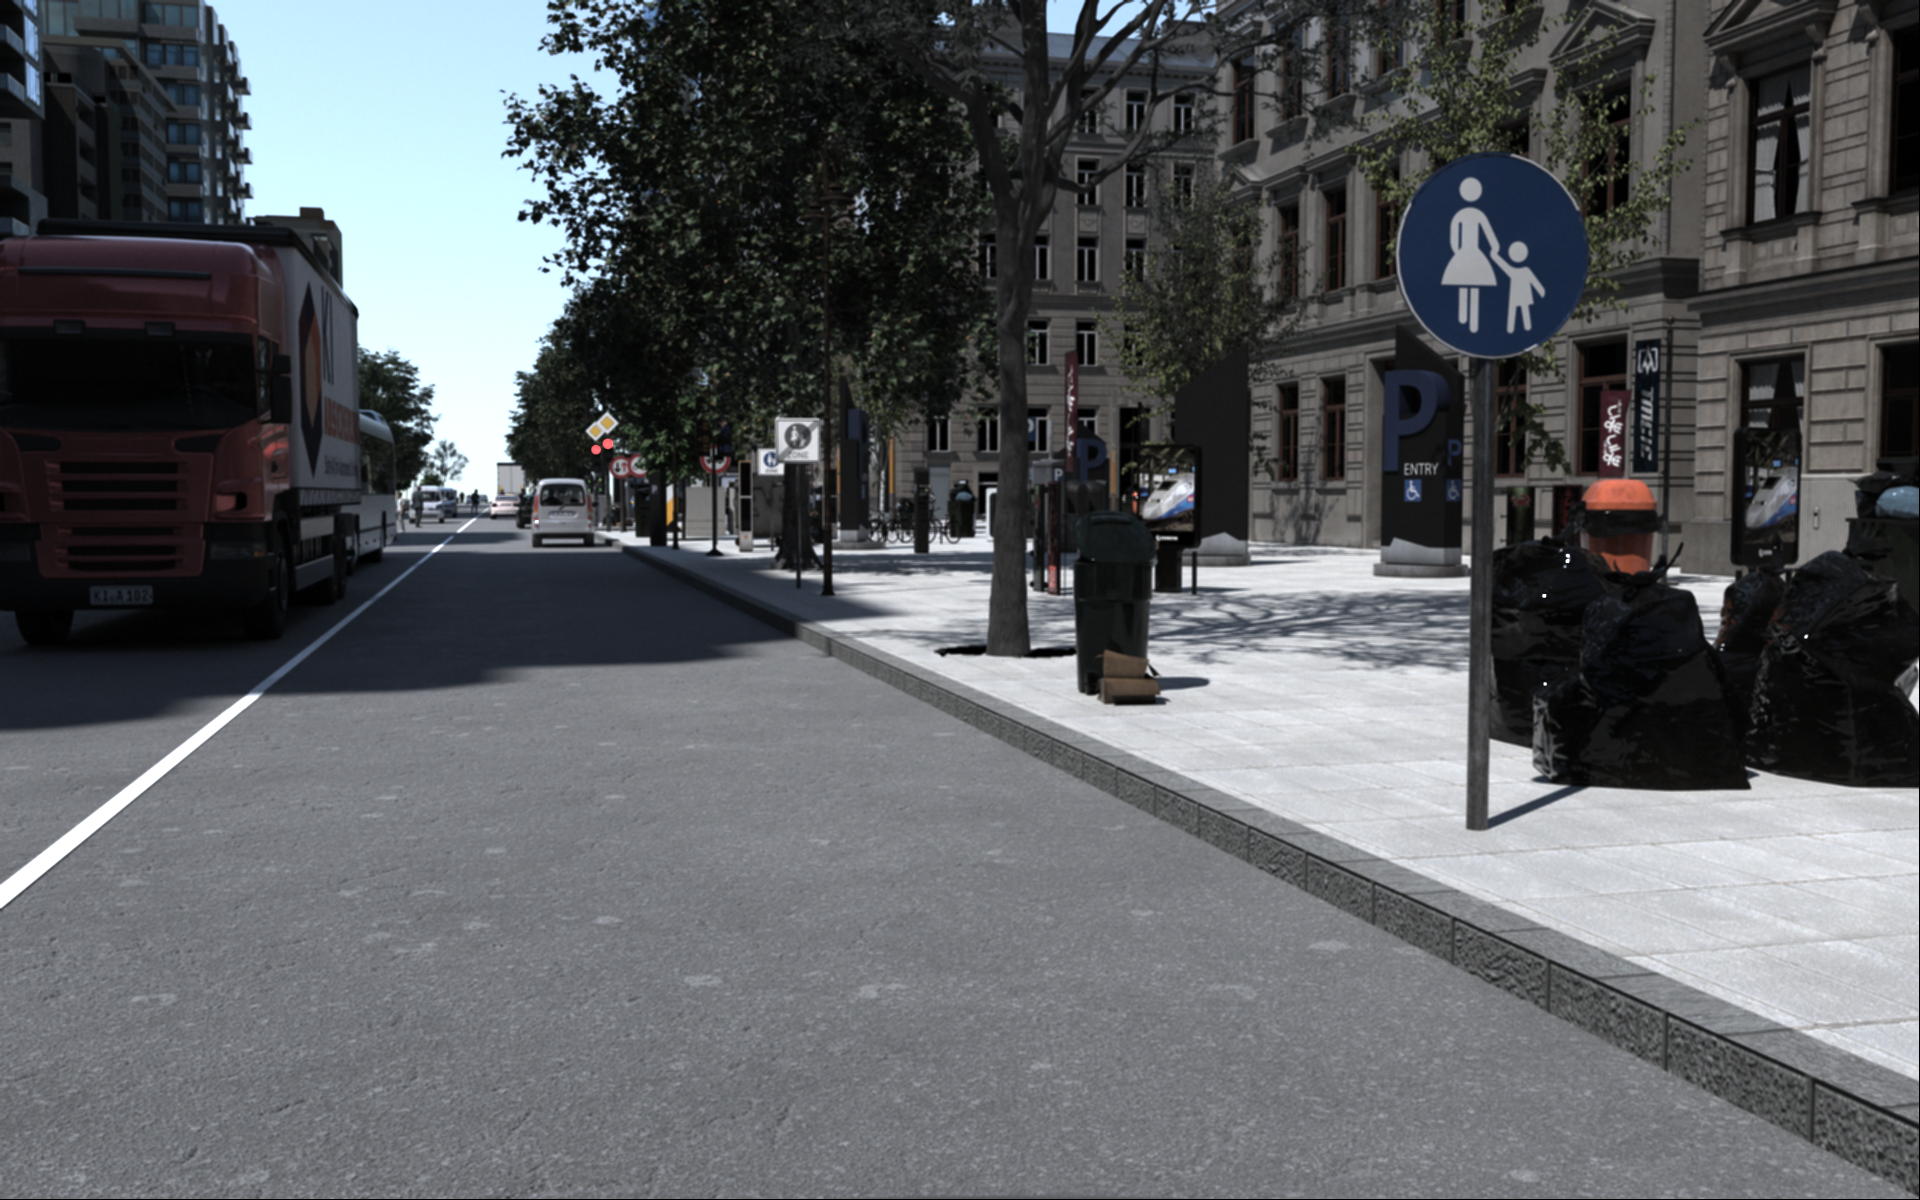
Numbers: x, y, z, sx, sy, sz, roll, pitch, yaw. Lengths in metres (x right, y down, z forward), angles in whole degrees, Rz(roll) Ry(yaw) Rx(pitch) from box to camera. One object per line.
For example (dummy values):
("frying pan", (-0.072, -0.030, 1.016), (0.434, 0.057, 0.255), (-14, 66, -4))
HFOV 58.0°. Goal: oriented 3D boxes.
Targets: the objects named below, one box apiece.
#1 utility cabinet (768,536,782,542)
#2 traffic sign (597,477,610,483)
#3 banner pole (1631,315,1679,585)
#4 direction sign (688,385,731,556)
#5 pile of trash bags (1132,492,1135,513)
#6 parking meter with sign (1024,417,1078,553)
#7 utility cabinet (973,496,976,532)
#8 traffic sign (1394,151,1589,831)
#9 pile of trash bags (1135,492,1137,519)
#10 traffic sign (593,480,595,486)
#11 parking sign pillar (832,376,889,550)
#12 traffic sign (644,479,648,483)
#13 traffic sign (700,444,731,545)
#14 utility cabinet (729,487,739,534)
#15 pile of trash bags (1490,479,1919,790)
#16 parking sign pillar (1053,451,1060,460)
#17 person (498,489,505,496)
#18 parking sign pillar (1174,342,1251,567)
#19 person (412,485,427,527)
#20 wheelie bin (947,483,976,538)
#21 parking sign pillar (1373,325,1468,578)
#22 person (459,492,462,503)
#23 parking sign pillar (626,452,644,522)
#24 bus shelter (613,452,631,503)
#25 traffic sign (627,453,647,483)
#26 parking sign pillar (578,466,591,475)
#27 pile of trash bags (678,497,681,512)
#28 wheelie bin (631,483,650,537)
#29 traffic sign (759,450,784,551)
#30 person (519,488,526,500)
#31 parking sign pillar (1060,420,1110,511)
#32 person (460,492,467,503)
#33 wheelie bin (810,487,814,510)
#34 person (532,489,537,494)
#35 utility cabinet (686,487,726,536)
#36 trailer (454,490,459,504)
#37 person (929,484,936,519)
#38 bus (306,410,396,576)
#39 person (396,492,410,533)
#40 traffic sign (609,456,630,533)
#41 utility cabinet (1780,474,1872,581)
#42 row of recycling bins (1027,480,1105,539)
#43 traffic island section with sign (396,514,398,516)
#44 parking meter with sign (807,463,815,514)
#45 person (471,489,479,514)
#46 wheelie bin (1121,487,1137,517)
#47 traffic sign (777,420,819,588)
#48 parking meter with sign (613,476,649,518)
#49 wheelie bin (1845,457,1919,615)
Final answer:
("utility cabinet", (-4.842, -2.280, 45.953), (0.318, 1.500, 1.173), (0, 4, 6))
("traffic sign", (-21.245, -6.303, 103.165), (0.768, 2.556, 0.104), (-1, 4, -14))
("banner pole", (9.860, -2.114, 24.585), (0.401, 3.779, 0.863), (-2, 4, -24))
("direction sign", (-5.130, -2.696, 36.083), (0.876, 3.537, 0.379), (-3, 5, -45))
("pile of trash bags", (11.688, -7.411, 130.928), (1.912, 1.369, 3.447), (-1, 4, -17))
("parking meter with sign", (1.971, -2.588, 38.575), (0.543, 3.016, 1.738), (-3, 4, -36))
("utility cabinet", (0.287, -2.875, 58.164), (0.306, 1.237, 1.020), (1, 4, 12))
("traffic sign", (1.981, -0.395, 6.559), (0.768, 2.556, 0.104), (-1, 4, -9))
("pile of trash bags", (10.628, -4.621, 85.303), (3.447, 1.369, 1.912), (-3, 5, -42))
("traffic sign", (-29.827, -8.552, 139.936), (0.768, 2.556, 0.104), (-1, 4, -8))
("parking sign pillar", (-2.443, -3.162, 40.168), (1.447, 3.967, 1.447), (1, 4, 9))
("traffic sign", (-19.753, -6.661, 109.008), (0.768, 2.556, 0.104), (0, 4, -7))
("traffic sign", (-6.179, -2.672, 43.789), (0.768, 2.556, 0.104), (-1, 4, -9))
("utility cabinet", (-6.716, -2.809, 54.610), (1.173, 1.500, 0.318), (-3, 5, -43))
("pile of trash bags", (3.703, 0.041, 9.075), (1.912, 1.369, 3.447), (1, 4, 9))
("parking sign pillar", (4.986, -5.646, 80.783), (1.447, 3.967, 1.447), (0, 4, -3))
("person", (-38.631, -8.434, 146.362), (0.705, 1.831, 1.348), (3, 5, 43))
("parking sign pillar", (4.513, -2.605, 31.066), (1.447, 3.967, 1.447), (1, 4, 16))
("person", (-23.285, -4.038, 74.694), (0.661, 1.801, 0.590), (2, 4, 30))
("wheelie bin", (0.041, -2.634, 50.970), (0.693, 1.594, 0.980), (-3, 4, -38))
("parking sign pillar", (7.218, -2.359, 27.042), (1.447, 3.967, 1.447), (-2, 4, -33))
("person", (-83.283, -17.170, 289.219), (1.348, 1.826, 0.705), (3, 4, 37))
("parking sign pillar", (-14.682, -5.555, 79.302), (1.447, 3.967, 1.447), (-1, 4, -12))
("bus shelter", (-19.262, -6.636, 99.785), (1.731, 3.624, 6.357), (-1, 4, -15))
("traffic sign", (-9.965, -3.293, 53.952), (0.768, 2.556, 0.104), (0, 4, -6))
("parking sign pillar", (-27.205, -8.386, 125.579), (1.447, 3.967, 1.447), (1, 4, 14))
("pile of trash bags", (-20.027, -6.804, 121.005), (3.447, 1.369, 1.912), (-2, 4, -26))
("wheelie bin", (-9.326, -2.670, 51.555), (0.980, 1.594, 0.693), (0, 4, -3))
("traffic sign", (-4.264, -2.271, 39.267), (0.606, 2.300, 0.079), (0, 4, -5))
("person", (-27.669, -6.139, 109.145), (0.573, 1.790, 0.520), (1, 4, 17))
("parking sign pillar", (4.594, -4.423, 60.796), (1.447, 3.967, 1.447), (-2, 4, -27))
("person", (-81.181, -16.784, 282.933), (1.348, 1.822, 0.705), (-3, 5, -43))
("wheelie bin", (-6.431, -4.164, 75.996), (0.693, 1.594, 0.980), (-1, 4, -9))
("person", (-27.604, -6.341, 112.448), (0.793, 1.790, 0.793), (2, 4, 31))
("utility cabinet", (-7.696, -2.670, 52.330), (1.173, 1.500, 0.318), (-1, 4, -19))
("trailer", (-72.322, -14.690, 247.227), (1.471, 1.999, 3.904), (-1, 4, -16))
("person", (-1.078, -3.428, 64.732), (0.526, 1.800, 0.537), (3, 5, 40))
("bus", (-12.513, -2.319, 32.777), (2.948, 3.499, 13.247), (-1, 4, -14))
("person", (-20.738, -3.255, 64.322), (0.503, 1.515, 0.523), (1, 4, 20))
("traffic sign", (-11.265, -3.516, 57.593), (0.768, 2.556, 0.104), (-1, 4, -14))
("utility cabinet", (9.397, -0.633, 19.027), (0.318, 1.500, 1.173), (-2, 4, -30))
("row of recycling bins", (3.020, -2.678, 50.894), (1.069, 1.692, 3.534), (3, 5, 44))
("traffic island section with sign", (-37.365, -6.333, 112.165), (1.989, 1.847, 2.006), (-1, 4, -15))
("parking meter with sign", (-6.193, -4.441, 68.879), (0.543, 3.016, 1.738), (-1, 4, -17))
("person", (-34.633, -7.026, 123.726), (0.623, 1.781, 0.721), (0, 4, -2))
("wheelie bin", (7.814, -4.371, 79.378), (0.693, 1.594, 0.980), (2, 4, 29))
("traffic sign", (-2.193, -1.304, 23.456), (0.606, 2.300, 0.079), (-1, 4, -10))
("parking meter with sign", (-15.385, -5.203, 81.333), (1.738, 3.016, 0.543), (-2, 4, -32))
("wheelie bin", (8.064, -0.425, 14.863), (0.693, 1.594, 0.980), (0, 4, -4))
